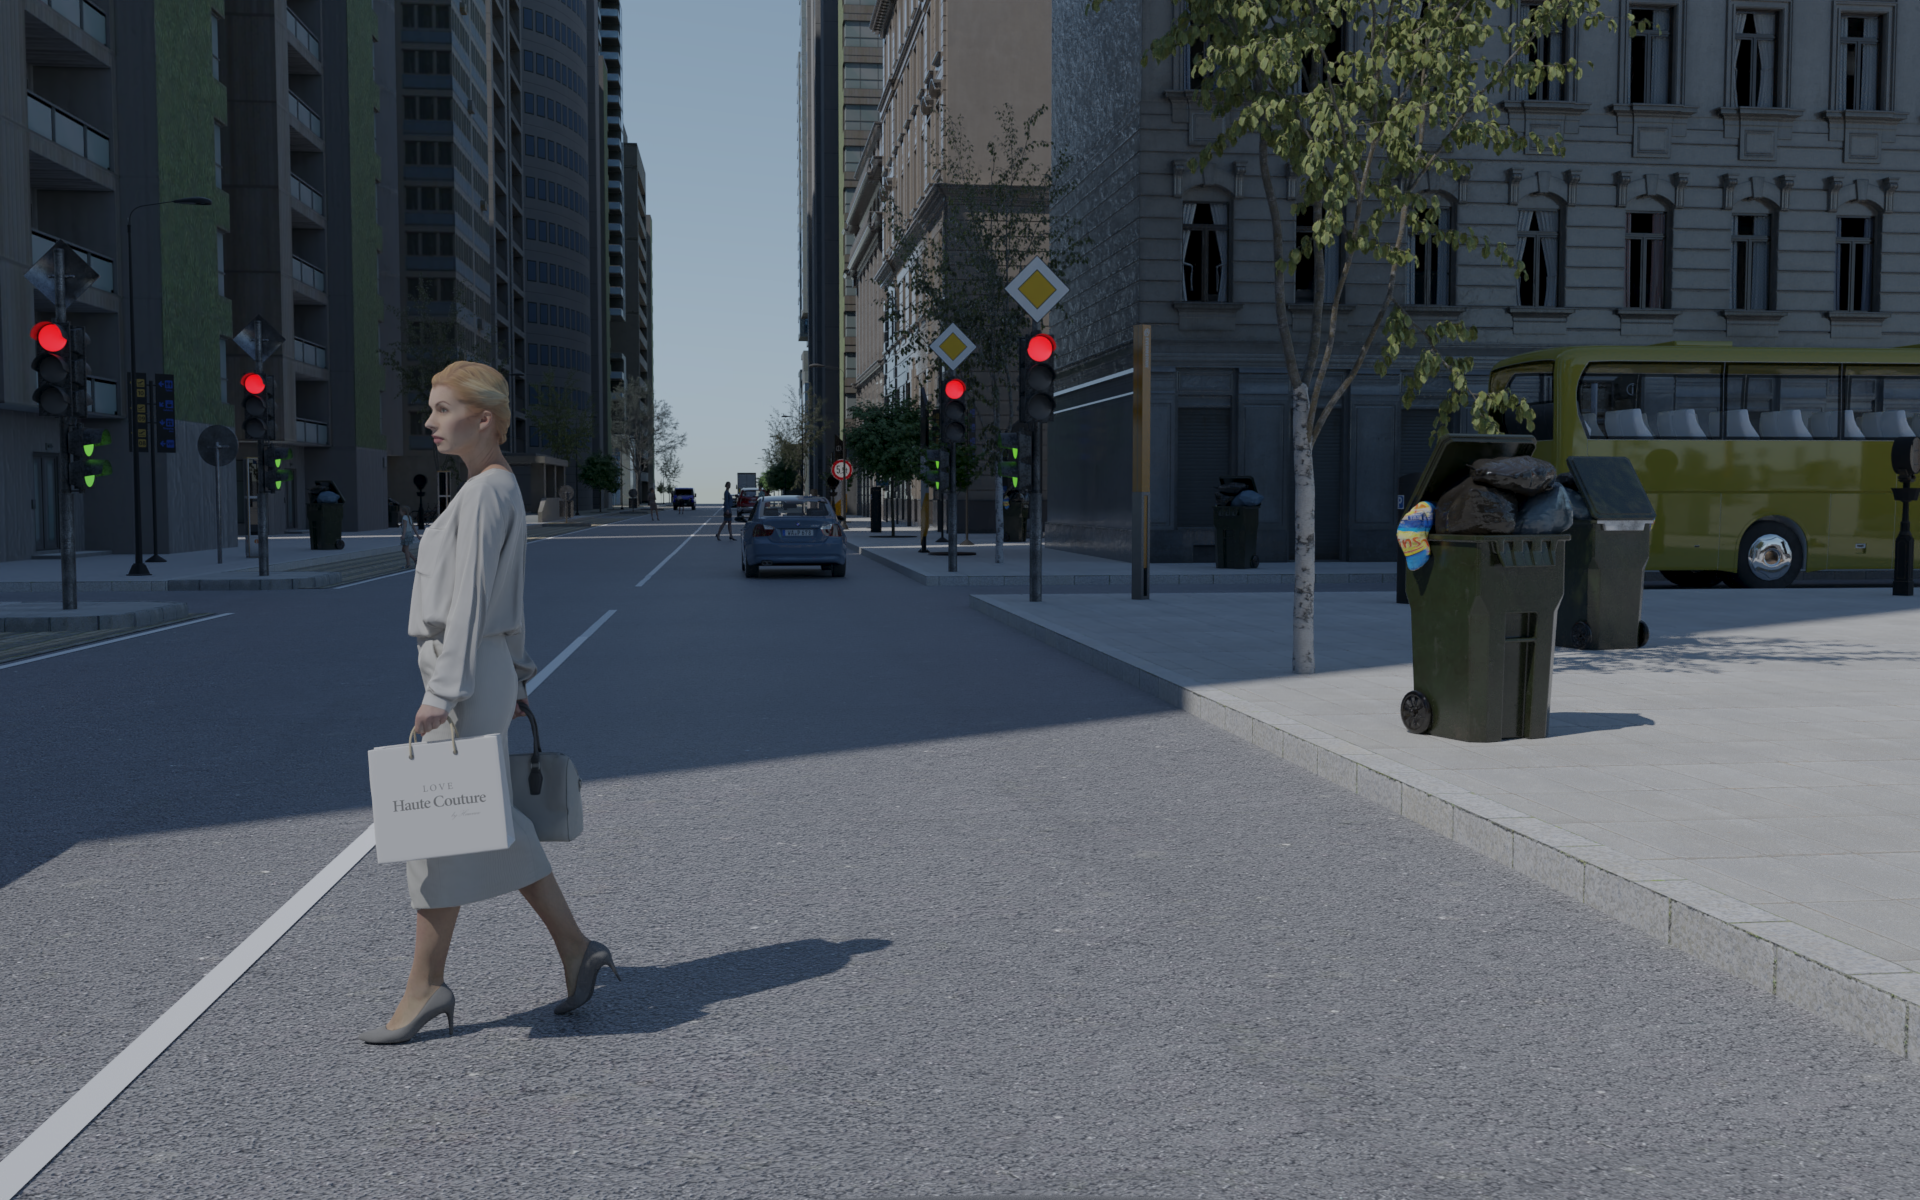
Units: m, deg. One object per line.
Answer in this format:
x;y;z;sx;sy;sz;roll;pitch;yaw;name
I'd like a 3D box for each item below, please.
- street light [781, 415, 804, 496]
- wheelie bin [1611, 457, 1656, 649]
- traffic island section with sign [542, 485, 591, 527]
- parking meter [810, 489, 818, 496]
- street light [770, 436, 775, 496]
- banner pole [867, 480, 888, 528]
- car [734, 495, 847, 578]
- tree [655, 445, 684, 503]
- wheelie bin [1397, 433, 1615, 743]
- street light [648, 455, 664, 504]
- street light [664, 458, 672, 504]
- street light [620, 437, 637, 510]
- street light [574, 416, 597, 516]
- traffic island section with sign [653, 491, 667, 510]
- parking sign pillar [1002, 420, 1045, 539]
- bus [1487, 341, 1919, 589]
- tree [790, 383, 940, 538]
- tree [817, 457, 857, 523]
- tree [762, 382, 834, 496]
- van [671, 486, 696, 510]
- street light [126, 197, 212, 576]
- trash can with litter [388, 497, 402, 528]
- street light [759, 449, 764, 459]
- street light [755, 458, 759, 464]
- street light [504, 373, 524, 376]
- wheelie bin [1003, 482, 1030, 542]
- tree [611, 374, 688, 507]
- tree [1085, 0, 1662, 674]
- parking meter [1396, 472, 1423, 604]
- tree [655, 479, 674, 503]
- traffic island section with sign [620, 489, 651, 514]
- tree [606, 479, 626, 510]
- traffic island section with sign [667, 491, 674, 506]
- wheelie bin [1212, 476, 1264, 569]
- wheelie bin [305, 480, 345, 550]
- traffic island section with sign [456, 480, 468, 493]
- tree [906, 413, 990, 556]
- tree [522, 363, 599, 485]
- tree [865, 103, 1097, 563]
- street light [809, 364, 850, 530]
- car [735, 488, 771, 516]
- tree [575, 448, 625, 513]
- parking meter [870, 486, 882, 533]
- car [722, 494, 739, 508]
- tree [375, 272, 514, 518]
-9.843;-7.940;102.360;1.470;5.913;1.316;0;4;-7;street light
5.296;-0.402;14.480;0.980;1.594;0.693;-1;4;-21;wheelie bin
-17.294;-4.136;76.249;1.989;1.847;2.006;0;4;-7;traffic island section with sign
-7.267;-4.751;86.092;0.372;1.533;0.369;0;3;0;parking meter
-14.541;-10.165;138.733;1.470;5.913;1.316;0;4;-7;street light
-3.074;-4.570;64.742;0.863;3.779;0.401;0;4;3;banner pole
-3.025;-1.166;31.074;2.014;1.417;4.499;-1;4;-8;car
-41.466;-18.149;247.091;4.737;8.622;4.395;0;3;0;tree
2.812;-0.078;9.189;0.980;1.594;0.693;-2;4;-25;wheelie bin
-32.857;-13.050;185.904;1.470;5.913;1.316;0;4;-7;street light
-38.089;-15.482;225.664;1.470;5.913;1.316;0;4;-7;street light
-27.189;-10.364;141.990;1.470;5.913;1.316;0;4;-7;street light
-22.182;-7.961;102.706;1.470;5.913;1.316;0;4;-7;street light
-27.220;-8.841;153.179;1.989;1.847;2.006;0;4;-7;traffic island section with sign
1.773;-3.794;50.499;1.447;3.967;1.447;-3;4;-36;parking sign pillar
14.358;-2.129;26.359;12.252;3.916;2.896;0;4;-6;bus
-1.955;-4.144;51.462;4.285;4.588;4.351;0;3;0;tree
-5.324;-5.106;78.088;1.663;3.219;1.824;0;3;0;tree
-10.428;-9.949;113.035;4.360;8.622;3.978;0;3;0;tree
-24.799;-9.266;155.883;2.240;2.365;5.245;0;4;-7;van
-12.390;-3.341;27.162;1.470;5.913;1.316;0;4;-7;street light
-21.445;-3.342;66.034;1.055;1.170;0.624;-3;5;-39;trash can with litter
-19.764;-12.622;178.911;1.470;5.913;1.316;0;4;-7;street light
-25.269;-15.264;222.107;1.470;5.913;1.316;0;4;-7;street light
-17.383;-5.744;66.448;1.470;5.913;1.316;0;4;-7;street light
1.490;-2.356;46.431;0.693;1.594;0.980;1;4;20;wheelie bin
-32.824;-16.253;176.100;12.009;13.543;11.850;0;3;0;tree
2.539;-3.766;11.930;4.737;8.622;4.395;0;3;0;tree
5.319;-0.728;20.310;0.372;1.533;0.369;0;3;0;parking meter
-38.130;-13.890;221.708;1.663;3.219;1.824;0;3;0;tree
-23.713;-7.175;125.931;1.989;1.847;2.006;0;4;-7;traffic island section with sign
-27.808;-8.791;138.326;1.663;3.219;1.824;0;3;0;tree
-34.242;-12.160;207.448;1.989;1.847;2.006;0;4;-7;traffic island section with sign
4.771;-1.340;29.816;0.980;1.594;0.693;3;4;36;wheelie bin
-14.604;-1.954;39.861;0.980;1.594;0.693;2;4;33;wheelie bin
-13.683;-2.422;48.223;1.989;1.847;2.006;0;4;-7;traffic island section with sign
-0.180;-2.564;36.527;1.663;3.219;1.824;0;3;0;tree
-22.662;-9.052;98.358;4.737;8.622;4.395;0;3;0;tree
0.499;-4.985;31.873;4.360;8.622;3.978;0;3;0;tree
-4.686;-5.473;62.032;1.470;5.913;1.316;0;4;-7;street light
-12.844;-6.046;107.533;2.281;1.827;5.304;0;4;-8;car
-25.074;-8.389;120.881;4.285;4.588;4.351;0;3;0;tree
-2.805;-3.023;57.841;0.372;1.533;0.369;0;3;0;parking meter
-20.694;-9.073;158.132;2.009;1.686;4.222;-1;4;-8;car
-17.350;-6.605;58.362;4.360;8.622;3.978;0;3;0;tree
